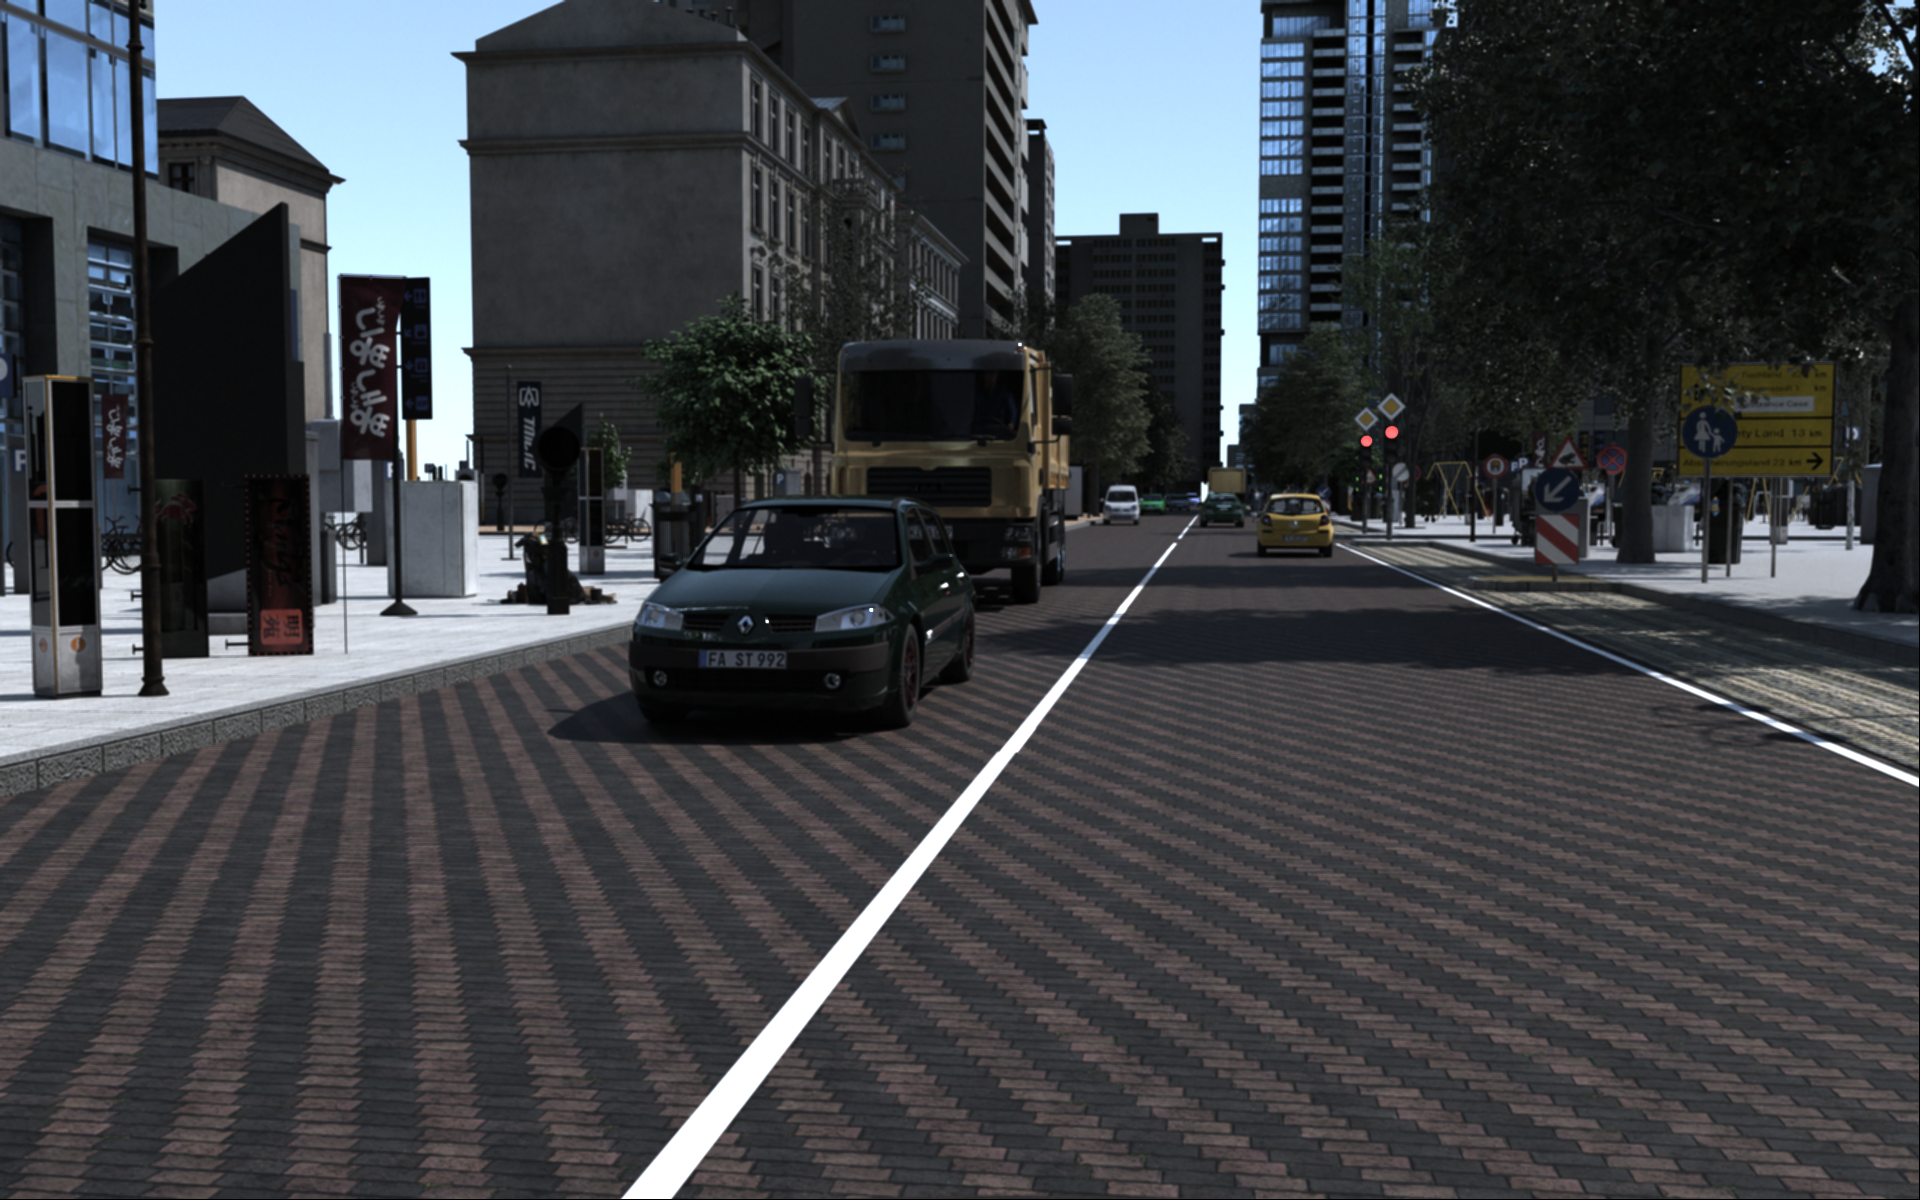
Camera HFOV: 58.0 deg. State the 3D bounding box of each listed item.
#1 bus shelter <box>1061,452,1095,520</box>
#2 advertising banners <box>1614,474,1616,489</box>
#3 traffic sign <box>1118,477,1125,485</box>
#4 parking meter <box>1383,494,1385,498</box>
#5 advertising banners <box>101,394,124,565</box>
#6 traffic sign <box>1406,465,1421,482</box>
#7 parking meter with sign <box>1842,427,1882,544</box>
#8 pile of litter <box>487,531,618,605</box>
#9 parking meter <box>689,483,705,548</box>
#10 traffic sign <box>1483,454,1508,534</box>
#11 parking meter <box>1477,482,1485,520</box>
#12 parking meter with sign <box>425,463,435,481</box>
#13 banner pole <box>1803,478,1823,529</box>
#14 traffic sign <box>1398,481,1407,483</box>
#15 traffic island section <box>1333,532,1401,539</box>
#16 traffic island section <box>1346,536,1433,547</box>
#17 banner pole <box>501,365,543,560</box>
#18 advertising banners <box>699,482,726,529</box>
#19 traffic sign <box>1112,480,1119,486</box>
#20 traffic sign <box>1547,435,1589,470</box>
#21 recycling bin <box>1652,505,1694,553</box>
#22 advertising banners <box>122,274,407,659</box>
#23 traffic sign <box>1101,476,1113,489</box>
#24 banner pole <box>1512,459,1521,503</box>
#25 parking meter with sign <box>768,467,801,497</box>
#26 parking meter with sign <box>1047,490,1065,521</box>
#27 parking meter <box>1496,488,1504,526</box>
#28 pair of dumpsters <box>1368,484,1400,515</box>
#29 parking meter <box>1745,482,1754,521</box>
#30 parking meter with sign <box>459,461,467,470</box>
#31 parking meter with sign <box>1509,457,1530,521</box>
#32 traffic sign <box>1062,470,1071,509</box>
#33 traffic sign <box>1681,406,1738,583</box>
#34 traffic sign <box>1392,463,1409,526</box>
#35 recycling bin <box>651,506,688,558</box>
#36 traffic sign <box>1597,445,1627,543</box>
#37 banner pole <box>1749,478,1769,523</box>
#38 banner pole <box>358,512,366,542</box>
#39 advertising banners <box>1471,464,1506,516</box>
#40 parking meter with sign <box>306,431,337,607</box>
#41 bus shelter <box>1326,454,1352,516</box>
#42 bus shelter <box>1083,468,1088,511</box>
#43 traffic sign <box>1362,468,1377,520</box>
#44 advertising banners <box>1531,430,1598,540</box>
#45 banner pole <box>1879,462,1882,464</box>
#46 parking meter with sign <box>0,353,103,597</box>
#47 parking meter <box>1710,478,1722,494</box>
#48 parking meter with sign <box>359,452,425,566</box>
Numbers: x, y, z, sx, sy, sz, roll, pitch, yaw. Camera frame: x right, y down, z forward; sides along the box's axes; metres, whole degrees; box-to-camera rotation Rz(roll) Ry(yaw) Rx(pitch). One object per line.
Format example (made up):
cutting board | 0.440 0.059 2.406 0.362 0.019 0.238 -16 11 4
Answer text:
bus shelter | 5.553 -5.669 86.613 2.014 3.302 5.546 1 4 8
advertising banners | 39.331 -6.504 102.523 0.090 3.025 2.074 -3 5 -45
traffic sign | 12.093 -8.002 130.938 0.768 2.556 0.104 1 4 9
parking meter | 23.654 -5.516 95.900 0.399 1.863 0.255 -1 4 -22
advertising banners | -15.565 -2.101 30.547 2.074 3.025 0.090 1 4 9
traffic sign | 19.352 -4.532 74.209 0.768 2.556 0.104 1 4 11
parking meter with sign | 23.378 -2.925 44.091 0.543 3.016 1.738 -2 4 -25
pile of litter | -4.825 -0.402 20.531 1.719 0.858 1.176 3 5 41
parking meter | -6.306 -2.030 41.605 0.372 1.533 0.369 0 3 0
traffic sign | 17.232 -3.406 55.798 0.768 2.556 0.104 1 4 16
parking meter | 26.246 -4.987 87.250 0.255 1.863 0.399 3 4 37
parking meter with sign | -30.329 -6.302 99.303 0.543 3.016 1.738 -1 4 -13
banner pole | 31.769 -4.545 64.334 0.863 3.779 0.401 1 4 14
traffic sign | 20.728 -5.026 82.184 0.884 2.594 0.081 1 4 13
traffic island section | 13.098 -2.061 55.983 2.009 0.180 2.903 1 4 8
traffic island section | 11.936 -1.578 48.083 2.009 0.180 2.903 1 4 8
banner pole | -8.532 -2.674 33.733 0.863 3.779 0.401 -2 4 -24
advertising banners | -9.952 -4.464 69.181 0.090 3.025 2.074 -3 5 -39
traffic sign | 11.133 -7.649 125.063 0.884 2.594 0.081 1 4 10
traffic sign | 13.330 -2.325 38.017 0.884 2.594 0.081 1 4 16
recycling bin | 15.698 -1.567 38.172 0.722 1.027 0.722 3 4 39
advertising banners | -5.419 -1.068 13.655 2.074 3.025 0.090 -1 4 -18
traffic sign | 10.274 -7.418 121.283 0.884 2.594 0.081 1 4 12
banner pole | 39.733 -8.185 123.839 0.863 3.779 0.401 3 4 38
parking meter with sign | -4.846 -3.234 49.142 0.543 3.016 1.738 3 4 37
parking meter with sign | 4.411 -5.275 82.512 0.543 3.016 1.738 3 5 45
parking meter | 21.603 -3.731 69.420 0.372 1.533 0.369 0 3 0
pair of dumpsters | 24.789 -6.031 101.102 1.574 2.255 4.437 1 4 8
parking meter | 38.008 -4.750 83.372 0.255 1.863 0.399 0 4 1
parking meter with sign | -25.098 -5.726 89.887 1.738 3.016 0.543 2 4 23
parking meter with sign | 26.374 -5.229 81.761 0.543 3.016 1.738 2 4 31
traffic sign | 4.816 -4.949 81.028 0.768 2.556 0.104 1 4 11
traffic sign | 10.769 -1.521 24.974 0.768 2.556 0.104 1 4 9
traffic sign | 17.867 -4.285 70.160 0.768 2.556 0.104 1 4 14
recycling bin | -5.896 -1.382 35.157 0.722 1.027 0.722 -1 4 -11
traffic sign | 16.935 -2.747 45.012 0.768 2.556 0.104 1 4 14
banner pole | 35.339 -5.292 76.535 0.863 3.779 0.401 3 5 39
banner pole | -16.046 -3.462 46.622 0.401 3.779 0.863 -2 4 -24
advertising banners | 30.298 -6.307 99.309 2.074 3.025 0.090 0 4 -3
parking meter with sign | -7.493 -1.421 19.492 0.543 3.016 1.738 0 4 -4
bus shelter | 22.889 -6.855 103.358 1.731 3.624 6.357 1 4 8
bus shelter | 9.132 -8.276 126.597 1.731 3.624 6.357 1 4 8
traffic sign | 20.360 -5.265 86.087 0.884 2.594 0.081 1 4 16
advertising banners | 16.468 -3.122 47.240 0.090 3.025 2.074 -3 4 -38
banner pole | 62.936 -7.842 118.235 0.863 3.779 0.401 -2 4 -33
parking meter with sign | -11.863 -1.599 22.413 0.543 3.016 1.738 1 4 9
parking meter | 19.492 -2.384 44.682 0.255 1.863 0.399 3 5 44
parking meter with sign | -10.392 -2.136 31.192 1.738 3.016 0.543 3 5 43
